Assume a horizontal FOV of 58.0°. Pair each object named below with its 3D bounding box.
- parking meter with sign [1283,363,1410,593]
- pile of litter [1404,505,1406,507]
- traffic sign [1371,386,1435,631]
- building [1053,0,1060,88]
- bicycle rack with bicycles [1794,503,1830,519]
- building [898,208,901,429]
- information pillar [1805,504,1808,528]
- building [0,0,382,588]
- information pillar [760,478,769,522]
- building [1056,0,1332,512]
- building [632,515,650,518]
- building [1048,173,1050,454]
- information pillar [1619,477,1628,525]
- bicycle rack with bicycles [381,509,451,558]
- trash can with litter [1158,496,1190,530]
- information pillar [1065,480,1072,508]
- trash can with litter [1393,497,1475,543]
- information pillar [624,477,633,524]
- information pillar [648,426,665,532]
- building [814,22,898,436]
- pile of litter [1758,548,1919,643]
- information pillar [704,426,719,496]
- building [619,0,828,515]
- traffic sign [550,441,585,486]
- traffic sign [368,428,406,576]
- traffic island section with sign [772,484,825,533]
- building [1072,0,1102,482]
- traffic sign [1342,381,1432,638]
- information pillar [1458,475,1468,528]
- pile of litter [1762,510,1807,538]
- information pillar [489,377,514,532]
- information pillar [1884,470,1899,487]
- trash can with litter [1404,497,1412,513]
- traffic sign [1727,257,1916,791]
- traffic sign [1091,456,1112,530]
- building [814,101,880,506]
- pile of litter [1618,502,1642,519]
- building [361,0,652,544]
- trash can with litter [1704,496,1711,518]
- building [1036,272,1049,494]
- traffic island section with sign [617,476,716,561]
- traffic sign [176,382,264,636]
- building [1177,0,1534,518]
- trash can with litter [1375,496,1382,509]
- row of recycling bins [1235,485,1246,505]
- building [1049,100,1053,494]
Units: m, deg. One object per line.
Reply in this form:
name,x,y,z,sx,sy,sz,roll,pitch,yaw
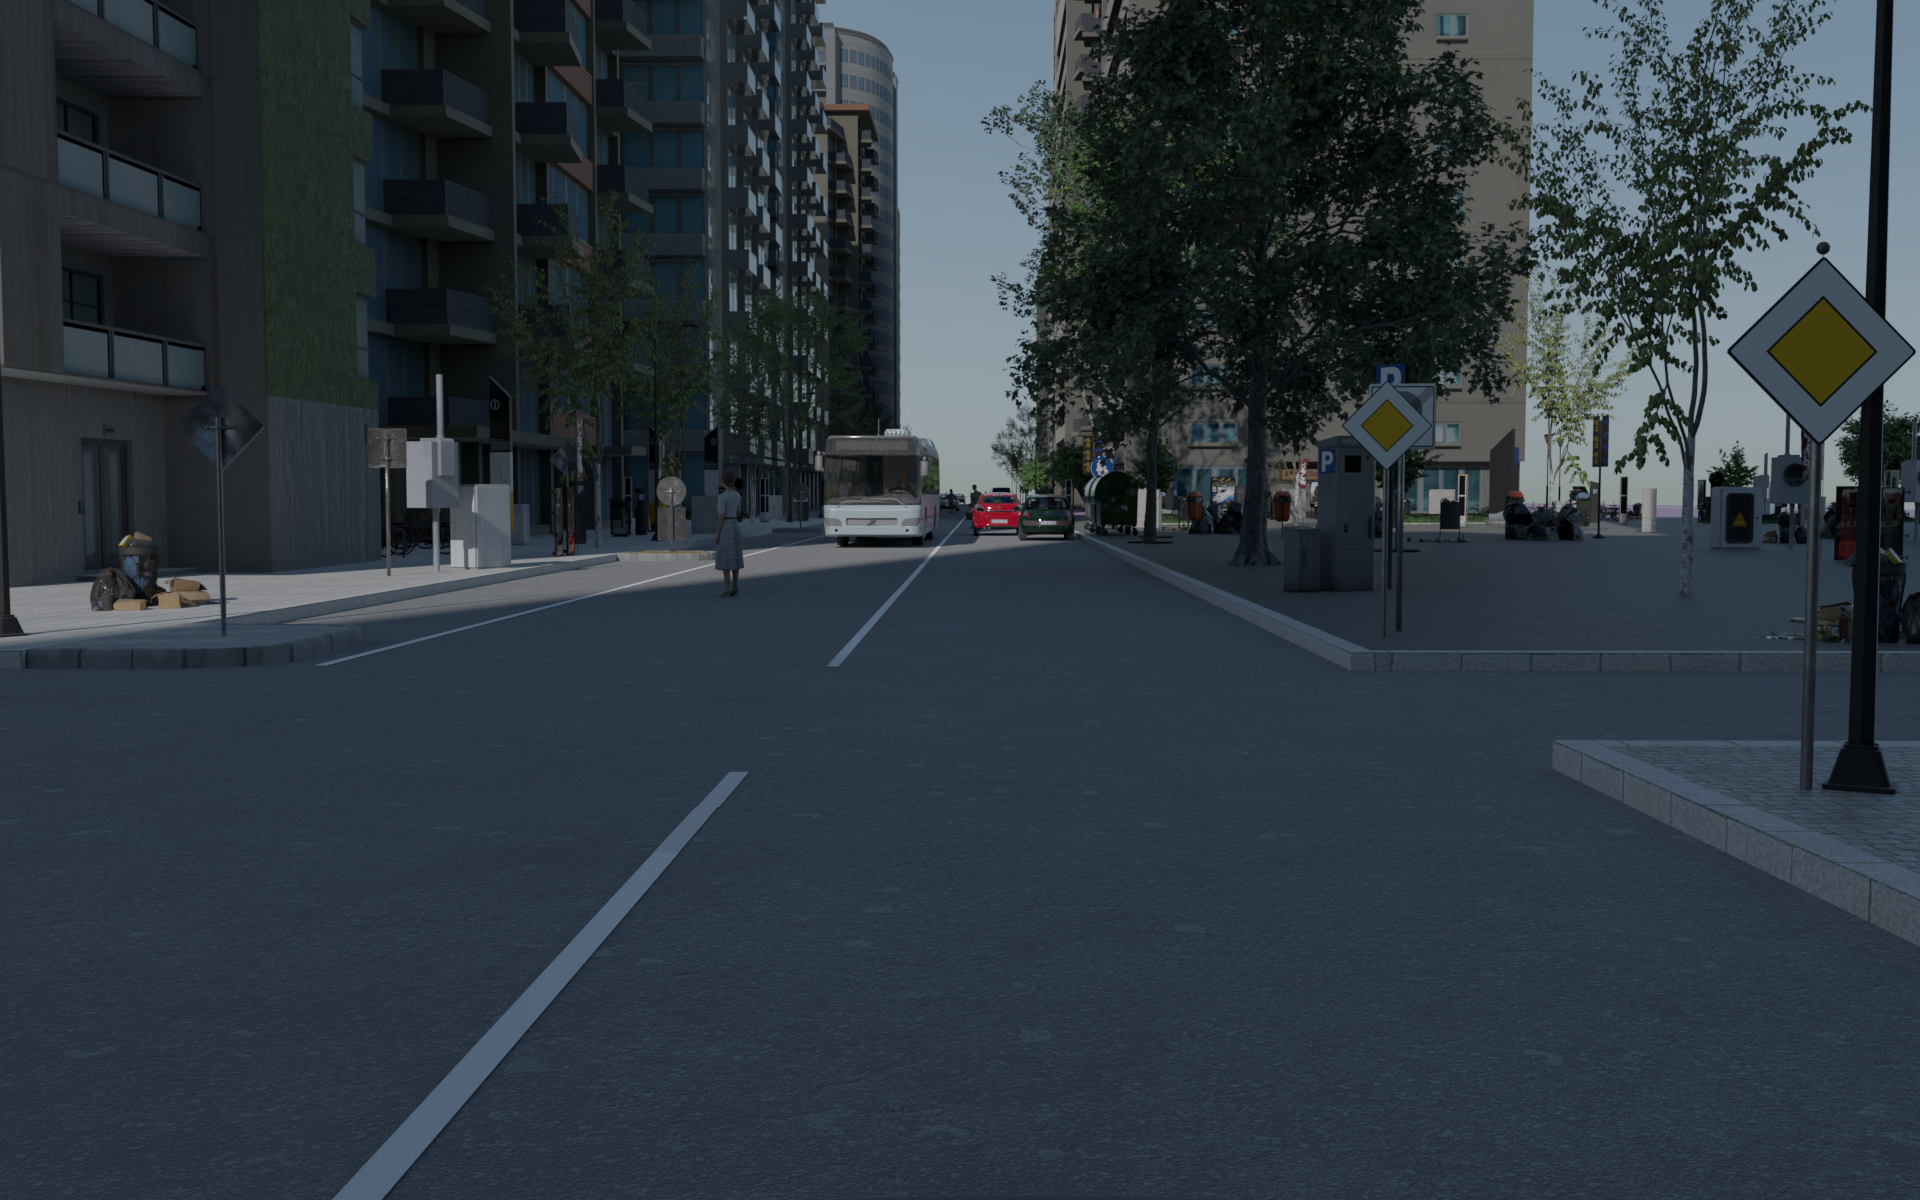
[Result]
parking meter with sign,5.093,-1.632,22.947,1.738,3.016,0.543,-2,4,-29
pile of litter,21.196,-4.268,83.745,1.176,0.858,1.719,-3,5,-40
traffic sign,4.104,-0.857,16.139,0.606,2.300,0.079,0,4,7
building,21.165,-48.937,238.372,20.563,71.187,20.611,0,4,1
bicycle rack with bicycles,33.067,-3.231,66.217,2.852,0.926,2.925,0,4,4
building,-15.620,-34.090,240.962,14.154,41.232,14.086,0,4,1
information pillar,23.192,-2.607,47.116,0.304,2.012,0.304,1,4,16
building,-18.269,-20.906,25.402,14.154,41.232,14.086,0,4,1
information pillar,-8.876,-4.536,78.661,0.304,2.012,0.304,2,4,29
building,19.473,-32.306,151.903,21.300,48.544,21.600,0,4,1
building,-22.940,-29.728,105.660,23.786,49.044,30.456,0,4,1
building,17.708,-34.065,207.072,14.600,45.320,14.200,0,4,1
information pillar,27.789,-4.161,72.532,0.304,2.012,0.304,1,4,17
bicycle rack with bicycles,-12.149,-1.370,35.777,2.925,0.926,2.852,0,4,4
trash can with litter,7.653,-3.105,61.829,2.233,1.210,1.678,-3,5,-42
information pillar,5.468,-5.067,87.336,0.304,2.012,0.304,0,4,-1
trash can with litter,12.716,-2.161,46.394,2.233,1.210,1.678,1,4,11
information pillar,-14.210,-4.265,74.229,0.304,2.012,0.304,0,4,-5
information pillar,-10.309,-4.106,58.496,0.504,3.616,0.183,2,4,35
building,-19.038,-41.430,219.374,21.231,58.520,28.212,0,4,1
pile of litter,8.027,-0.080,15.279,1.719,0.858,1.176,3,4,37
information pillar,-8.462,-4.142,59.083,0.504,3.616,0.183,0,4,-7
building,-22.303,-31.624,136.664,23.786,49.044,30.456,0,4,1
traffic sign,-8.528,-2.229,37.630,0.795,2.450,0.064,1,4,10
traffic sign,-8.919,-1.521,26.994,0.606,2.300,0.079,0,4,3
traffic island section with sign,-5.946,-3.442,64.906,1.989,1.847,2.006,0,4,1
building,19.591,-28.881,126.826,22.147,44.769,28.867,0,4,1
traffic sign,3.786,-0.721,15.433,0.795,2.450,0.064,0,4,1
information pillar,18.947,-3.717,65.263,0.304,2.012,0.304,2,4,29
pile of litter,21.538,-1.916,45.292,1.719,0.858,1.176,2,4,29
information pillar,-9.154,-2.640,34.525,0.504,3.616,0.183,1,4,19
information pillar,28.635,-2.985,53.293,0.304,2.012,0.304,-1,4,-14
trash can with litter,23.222,-4.761,89.234,1.055,1.170,0.624,1,4,10
traffic sign,3.667,-0.233,7.449,0.795,2.450,0.064,0,4,1
traffic sign,4.780,-3.557,58.260,0.768,2.556,0.104,0,4,6
building,-20.352,-32.826,191.323,22.147,44.769,28.867,0,4,1
pile of litter,34.666,-4.571,88.701,1.176,0.858,1.719,-3,5,-43
building,-22.611,-24.601,56.849,22.147,44.769,28.867,0,4,1
trash can with litter,39.030,-4.805,89.955,1.055,1.170,0.624,-2,4,-31
building,16.717,-27.543,222.027,14.160,30.474,14.107,0,4,1
traffic island section with sign,-6.354,-1.794,37.954,1.989,1.847,2.006,0,4,1
traffic sign,-6.657,-0.732,15.608,0.795,2.450,0.064,0,4,1
building,19.570,-29.168,100.591,21.300,48.544,21.600,0,4,1
trash can with litter,21.649,-4.779,89.523,0.624,1.170,1.055,0,4,-7
row of recycling bins,13.545,-4.743,84.661,1.069,1.692,3.534,0,4,3
building,20.736,-34.523,188.145,21.300,48.544,21.600,0,4,1
